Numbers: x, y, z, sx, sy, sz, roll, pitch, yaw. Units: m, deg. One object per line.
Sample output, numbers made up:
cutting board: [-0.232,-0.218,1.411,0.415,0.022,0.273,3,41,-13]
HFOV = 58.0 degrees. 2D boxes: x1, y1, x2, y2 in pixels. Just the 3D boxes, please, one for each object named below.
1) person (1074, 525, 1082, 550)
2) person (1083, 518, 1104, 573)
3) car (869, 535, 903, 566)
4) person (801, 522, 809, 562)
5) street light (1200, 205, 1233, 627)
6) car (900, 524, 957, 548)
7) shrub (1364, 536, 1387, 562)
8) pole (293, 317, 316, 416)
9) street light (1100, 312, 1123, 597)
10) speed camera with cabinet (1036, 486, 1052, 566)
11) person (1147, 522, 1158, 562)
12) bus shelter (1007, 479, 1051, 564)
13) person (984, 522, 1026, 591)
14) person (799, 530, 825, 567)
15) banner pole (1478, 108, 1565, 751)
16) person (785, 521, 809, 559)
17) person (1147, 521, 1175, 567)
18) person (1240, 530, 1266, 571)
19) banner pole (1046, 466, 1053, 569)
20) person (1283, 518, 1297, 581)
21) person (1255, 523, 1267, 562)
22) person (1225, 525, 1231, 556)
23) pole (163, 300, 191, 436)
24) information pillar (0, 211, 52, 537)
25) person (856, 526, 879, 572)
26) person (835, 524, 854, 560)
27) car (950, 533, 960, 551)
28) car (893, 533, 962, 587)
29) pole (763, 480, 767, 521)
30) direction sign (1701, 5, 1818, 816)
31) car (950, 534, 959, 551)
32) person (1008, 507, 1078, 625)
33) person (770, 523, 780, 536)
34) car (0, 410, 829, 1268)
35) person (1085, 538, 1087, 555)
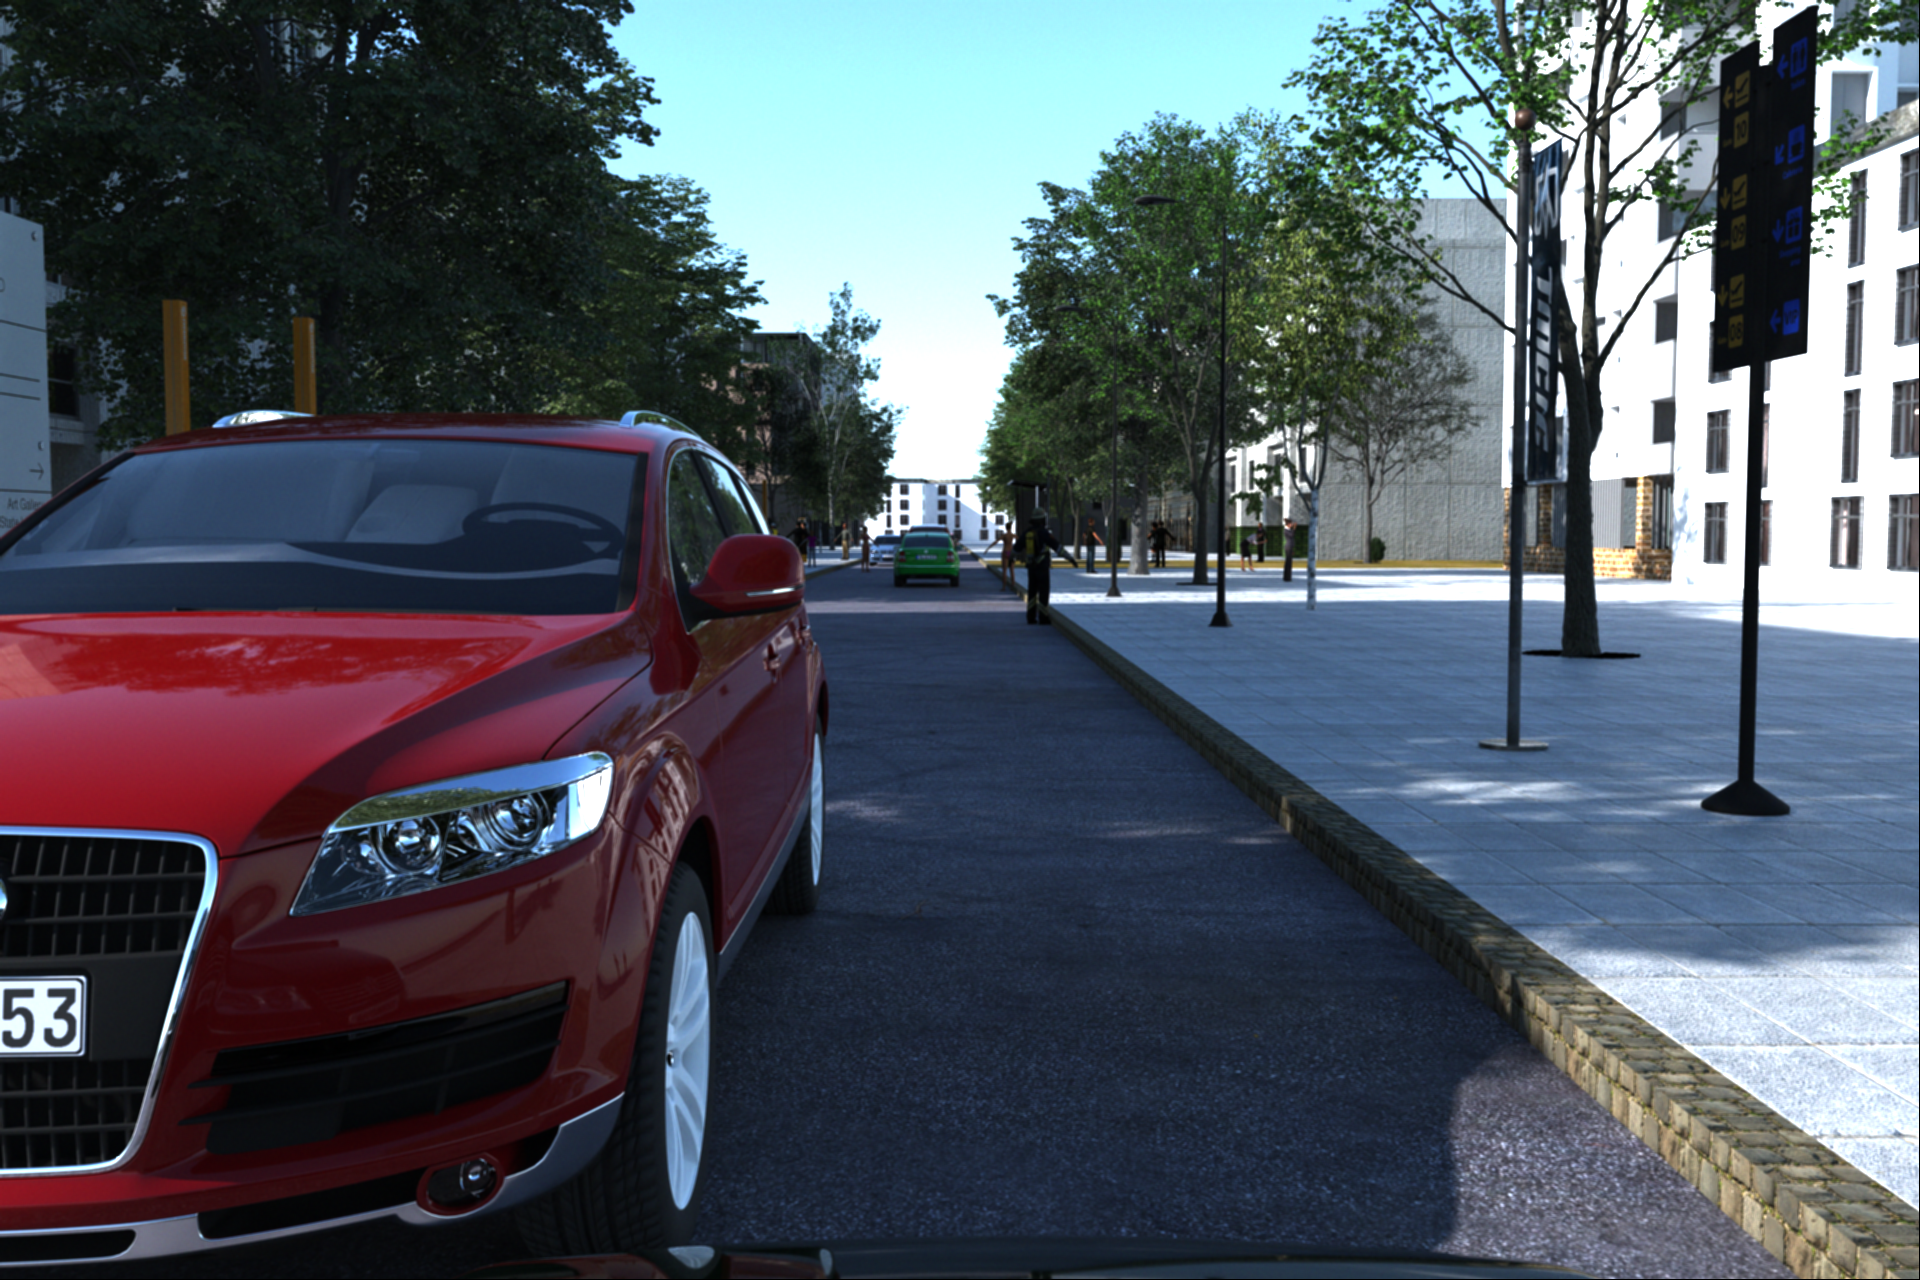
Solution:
person: [6.744,-5.698,99.289,0.704,1.817,1.347,1,4,15]
person: [4.296,-3.074,56.477,0.705,1.803,1.348,-1,4,-22]
car: [-3.211,-4.096,78.974,2.014,1.417,4.499,0,4,0]
person: [-7.096,-4.422,78.432,0.704,1.812,1.346,1,4,19]
street light: [4.171,-3.142,23.920,1.470,5.913,1.316,0,4,-1]
car: [-1.229,-3.661,68.533,2.281,1.827,5.304,0,4,-1]
shrub: [19.090,-4.186,79.559,1.383,1.207,1.383,0,3,0]
pole: [-6.188,-1.381,16.428,0.158,3.312,0.155,0,3,0]
street light: [3.701,-3.842,35.366,1.470,5.913,1.316,0,4,-1]
speed camera with cabinet: [3.398,-4.682,70.893,0.660,3.252,2.038,0,4,-1]
person: [8.842,-4.457,79.019,0.704,1.843,1.345,3,5,40]
bus shelter: [3.094,-5.285,77.690,1.731,3.624,6.357,0,4,0]
person: [1.184,-2.100,43.599,1.217,1.733,0.721,-1,4,-21]
person: [-5.726,-3.529,66.965,0.991,1.433,0.599,0,4,-7]
banner pole: [3.329,-1.227,10.071,0.401,3.779,0.863,0,4,-1]
person: [-6.904,-4.162,73.980,1.347,1.837,0.705,-1,4,-10]
person: [7.808,-3.750,67.491,1.347,1.806,0.705,-1,4,-18]
person: [10.028,-3.073,59.473,0.799,1.438,0.628,-1,4,-11]
banner pole: [3.236,-4.492,63.456,0.401,3.779,0.863,0,3,0]
person: [8.976,-2.442,46.779,0.445,1.727,0.742,-2,4,-24]
person: [13.595,-4.419,78.475,0.704,1.802,1.346,-1,4,-23]
person: [15.743,-5.862,101.976,0.705,1.813,1.348,0,4,-2]
pole: [-6.852,-1.307,15.215,0.158,3.312,0.155,0,3,0]
information pillar: [-7.033,-1.293,12.452,0.184,3.620,1.656,0,4,-1]
person: [-3.513,-3.440,65.497,0.721,1.733,1.217,3,5,40]
person: [-5.689,-4.858,85.706,1.348,1.796,0.705,3,5,44]
car: [-1.074,-8.343,145.445,2.155,1.783,4.494,0,4,0]
car: [-0.908,-2.423,48.415,1.959,1.807,4.718,0,4,0]
pole: [-7.348,-4.370,65.290,0.158,3.312,0.155,0,3,0]
direction sign: [3.653,-0.976,7.952,0.379,3.537,0.876,0,4,0]
car: [-1.091,-5.754,105.881,2.131,1.459,4.920,0,4,-1]
person: [1.264,-1.179,27.510,1.354,1.856,0.705,3,5,39]
person: [-9.535,-5.032,88.249,0.705,1.833,1.349,2,4,31]
car: [-1.535,0.220,5.075,2.281,1.827,5.304,0,3,0]
person: [7.794,-6.026,104.705,0.705,1.806,1.347,1,4,21]
